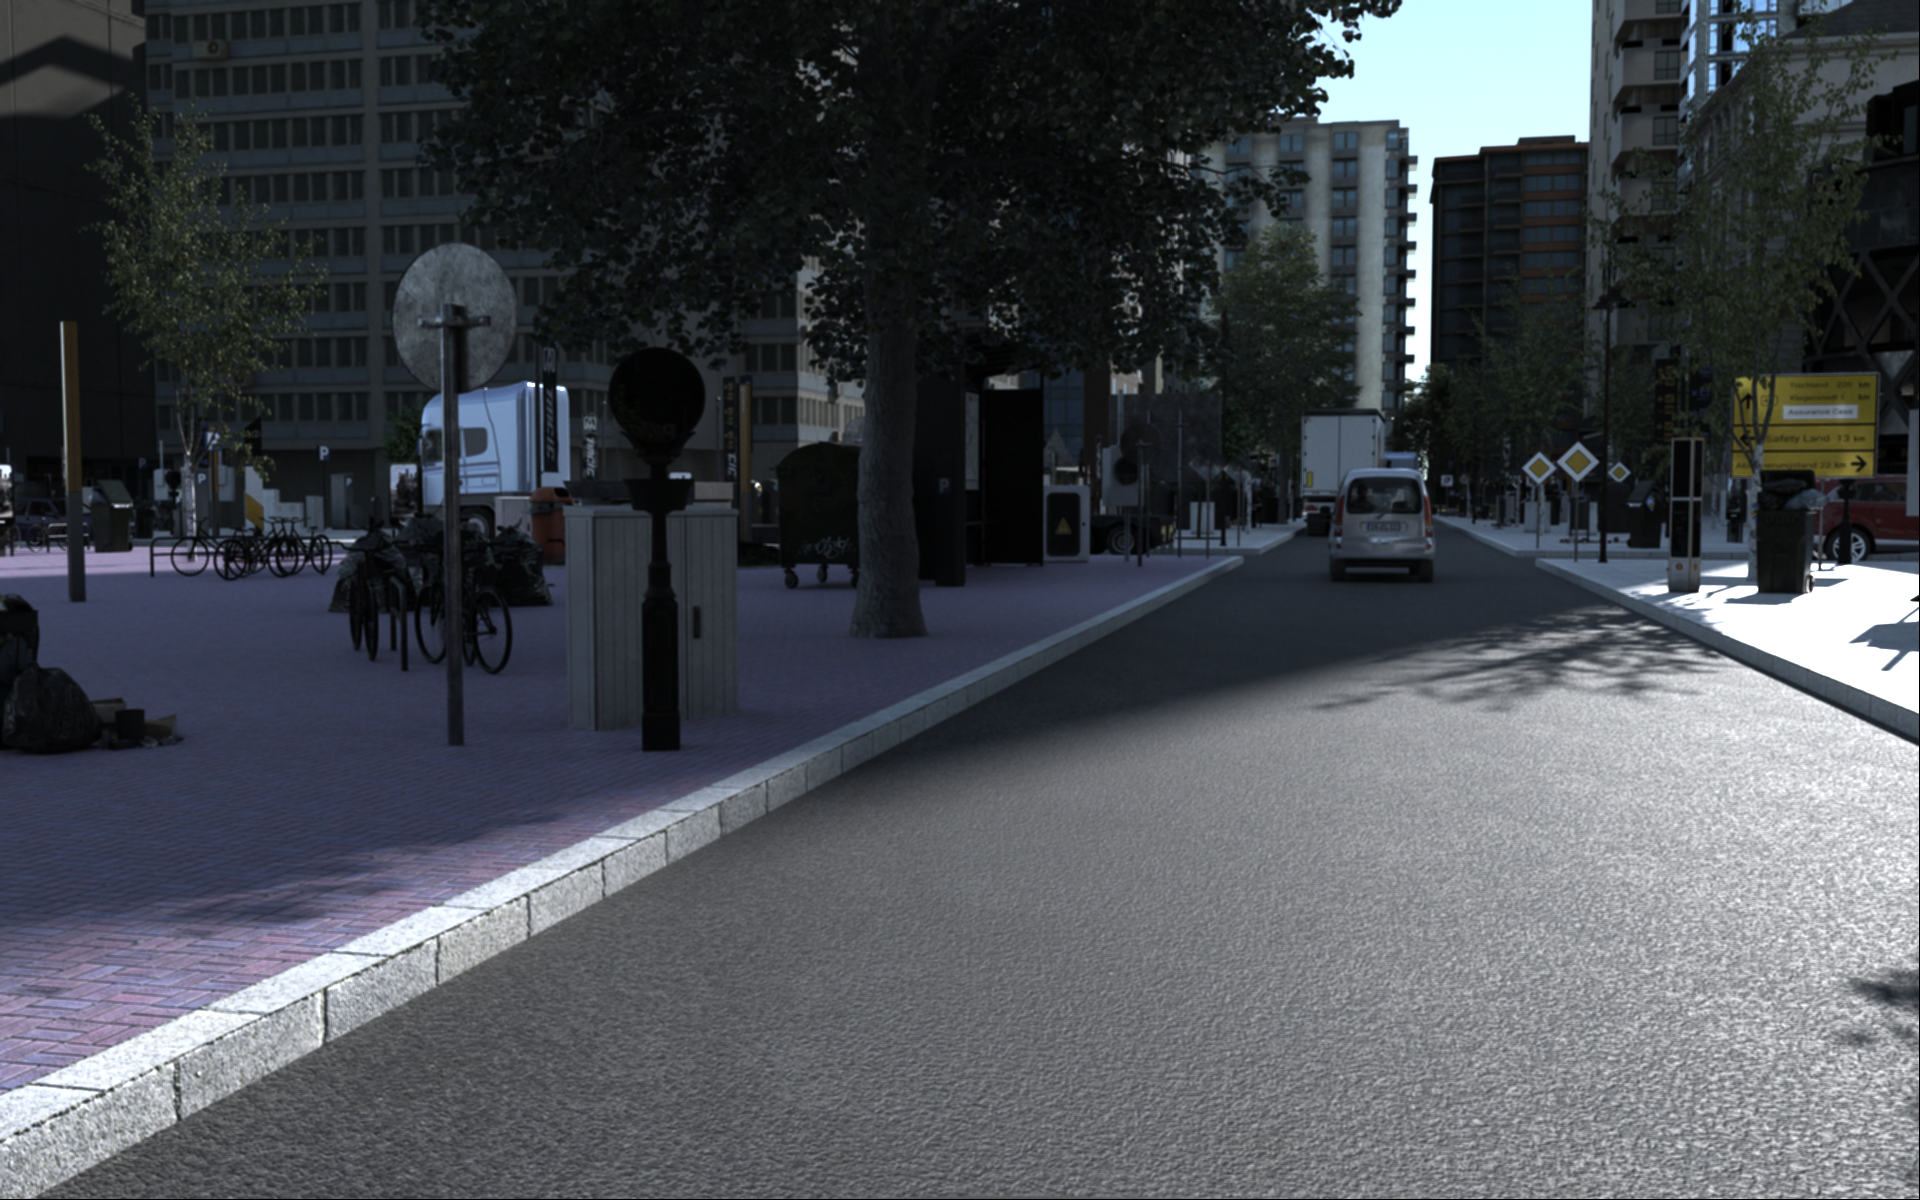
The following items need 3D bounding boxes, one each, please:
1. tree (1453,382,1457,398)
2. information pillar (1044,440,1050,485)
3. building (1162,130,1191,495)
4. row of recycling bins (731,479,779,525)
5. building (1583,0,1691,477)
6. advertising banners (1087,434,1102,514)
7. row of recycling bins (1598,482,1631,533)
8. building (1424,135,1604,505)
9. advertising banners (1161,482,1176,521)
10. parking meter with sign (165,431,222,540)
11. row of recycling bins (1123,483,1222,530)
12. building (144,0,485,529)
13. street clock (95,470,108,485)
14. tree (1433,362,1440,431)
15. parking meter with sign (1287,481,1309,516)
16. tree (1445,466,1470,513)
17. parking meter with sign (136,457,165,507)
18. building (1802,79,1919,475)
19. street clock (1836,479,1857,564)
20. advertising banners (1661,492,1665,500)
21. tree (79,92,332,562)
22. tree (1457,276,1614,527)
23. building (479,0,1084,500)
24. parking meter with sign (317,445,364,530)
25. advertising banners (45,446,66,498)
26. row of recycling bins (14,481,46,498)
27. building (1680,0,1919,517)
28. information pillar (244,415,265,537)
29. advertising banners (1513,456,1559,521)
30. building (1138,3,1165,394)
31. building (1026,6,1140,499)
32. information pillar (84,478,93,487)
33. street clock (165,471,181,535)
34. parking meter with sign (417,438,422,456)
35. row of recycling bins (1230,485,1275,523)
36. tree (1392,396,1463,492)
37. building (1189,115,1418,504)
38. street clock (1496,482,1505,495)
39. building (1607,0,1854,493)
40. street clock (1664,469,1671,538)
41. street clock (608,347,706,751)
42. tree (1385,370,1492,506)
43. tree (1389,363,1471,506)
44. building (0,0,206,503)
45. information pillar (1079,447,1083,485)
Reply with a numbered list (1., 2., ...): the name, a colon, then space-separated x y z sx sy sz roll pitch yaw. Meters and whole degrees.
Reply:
1. tree: 21.499 -7.135 67.016 4.360 8.622 3.978 0 3 0
2. information pillar: 3.671 -5.060 74.086 0.183 3.616 0.504 2 4 35
3. building: 11.490 -44.775 170.321 20.611 71.187 20.563 1 4 13
4. row of recycling bins: -4.985 -2.574 49.196 3.534 1.692 1.069 -3 5 -42
5. building: 71.102 -34.488 153.111 28.713 52.752 27.495 1 4 13
6. advertising banners: 3.743 -3.301 50.163 0.090 3.025 2.074 2 4 26
7. row of recycling bins: 22.056 -3.129 58.274 1.069 1.692 3.534 1 4 18
8. building: 71.364 -34.262 214.808 28.867 44.769 22.147 1 4 13
9. advertising banners: 10.196 -5.319 83.153 0.090 3.025 2.074 3 5 43
10. parking meter with sign: -21.430 -3.197 48.525 1.738 3.016 0.543 2 4 32
11. row of recycling bins: 7.790 -3.396 62.637 3.534 1.692 1.069 1 4 13
12. building: -16.860 -23.314 73.065 32.217 40.220 23.993 1 4 13
13. street clock: -25.369 -2.855 51.246 0.358 2.002 0.471 -1 4 -9
14. tree: 26.189 -8.467 88.801 4.737 8.622 4.395 0 3 0
15. parking meter with sign: 19.068 -6.279 98.928 1.738 3.016 0.543 2 4 24
16. tree: 33.702 -7.514 117.449 1.663 3.219 1.824 0 3 0
17. parking meter with sign: -38.176 -5.259 82.247 1.738 3.016 0.543 1 4 19
18. building: 46.088 -12.759 76.060 16.820 18.784 16.811 1 4 13
19. street clock: 16.179 -1.654 31.618 0.471 2.002 0.358 3 5 42
20. advertising banners: 36.785 -5.725 89.790 2.074 3.025 0.090 -3 4 -38
21. tree: -14.280 -5.013 32.317 4.737 8.622 4.395 0 3 0
22. tree: 19.826 -6.683 59.627 4.360 8.622 3.978 0 3 0
23. building: -9.015 -25.444 107.894 32.217 40.220 23.993 1 4 13
24. parking meter with sign: -22.121 -4.019 61.966 1.738 3.016 0.543 2 4 24
25. advertising banners: -33.083 -4.083 62.952 2.074 3.025 0.090 1 4 11
26. row of recycling bins: -30.811 -3.028 56.615 1.069 1.692 3.534 -3 5 -42
27. building: 49.182 -18.911 96.578 14.401 28.519 23.554 1 4 13
28. information pillar: -20.967 -3.676 51.459 0.504 3.616 0.183 -2 4 -30
29. advertising banners: 26.770 -5.159 80.533 2.074 3.025 0.090 0 4 3
30. building: 8.714 -27.936 140.352 14.154 41.232 14.086 1 4 13
31. building: 5.283 -29.139 126.532 14.600 45.320 14.200 1 4 13
32. information pillar: -40.069 -4.597 79.652 0.304 2.012 0.304 -3 5 -39
33. street clock: -24.468 -3.018 53.922 0.358 2.002 0.471 1 4 18
34. parking meter with sign: -16.561 -3.496 53.427 0.543 3.016 1.738 -1 4 -10
35. row of recycling bins: 12.272 -4.259 76.751 3.534 1.692 1.069 2 4 30
36. tree: 45.762 -14.873 168.936 9.928 11.665 9.643 0 3 0
37. building: 42.721 -36.874 222.504 30.456 49.044 23.786 1 4 13
38. street clock: 29.760 -5.549 95.301 0.471 2.002 0.358 -1 4 -9
39. building: 60.955 -49.652 124.488 22.319 86.520 31.000 1 4 13
40. street clock: 20.876 -2.835 50.931 0.358 2.002 0.471 1 4 14
41. street clock: -1.506 -0.251 8.677 0.471 2.002 0.358 -1 4 -8
42. tree: 35.655 -11.937 129.583 8.767 10.594 7.601 -2 4 -23
43. tree: 41.021 -14.142 149.354 7.486 12.596 7.792 0 3 0
44. building: -51.053 -27.990 81.345 21.600 48.544 21.300 1 4 13
45. information pillar: 6.088 -5.866 87.262 0.183 3.616 0.504 -1 4 -14
